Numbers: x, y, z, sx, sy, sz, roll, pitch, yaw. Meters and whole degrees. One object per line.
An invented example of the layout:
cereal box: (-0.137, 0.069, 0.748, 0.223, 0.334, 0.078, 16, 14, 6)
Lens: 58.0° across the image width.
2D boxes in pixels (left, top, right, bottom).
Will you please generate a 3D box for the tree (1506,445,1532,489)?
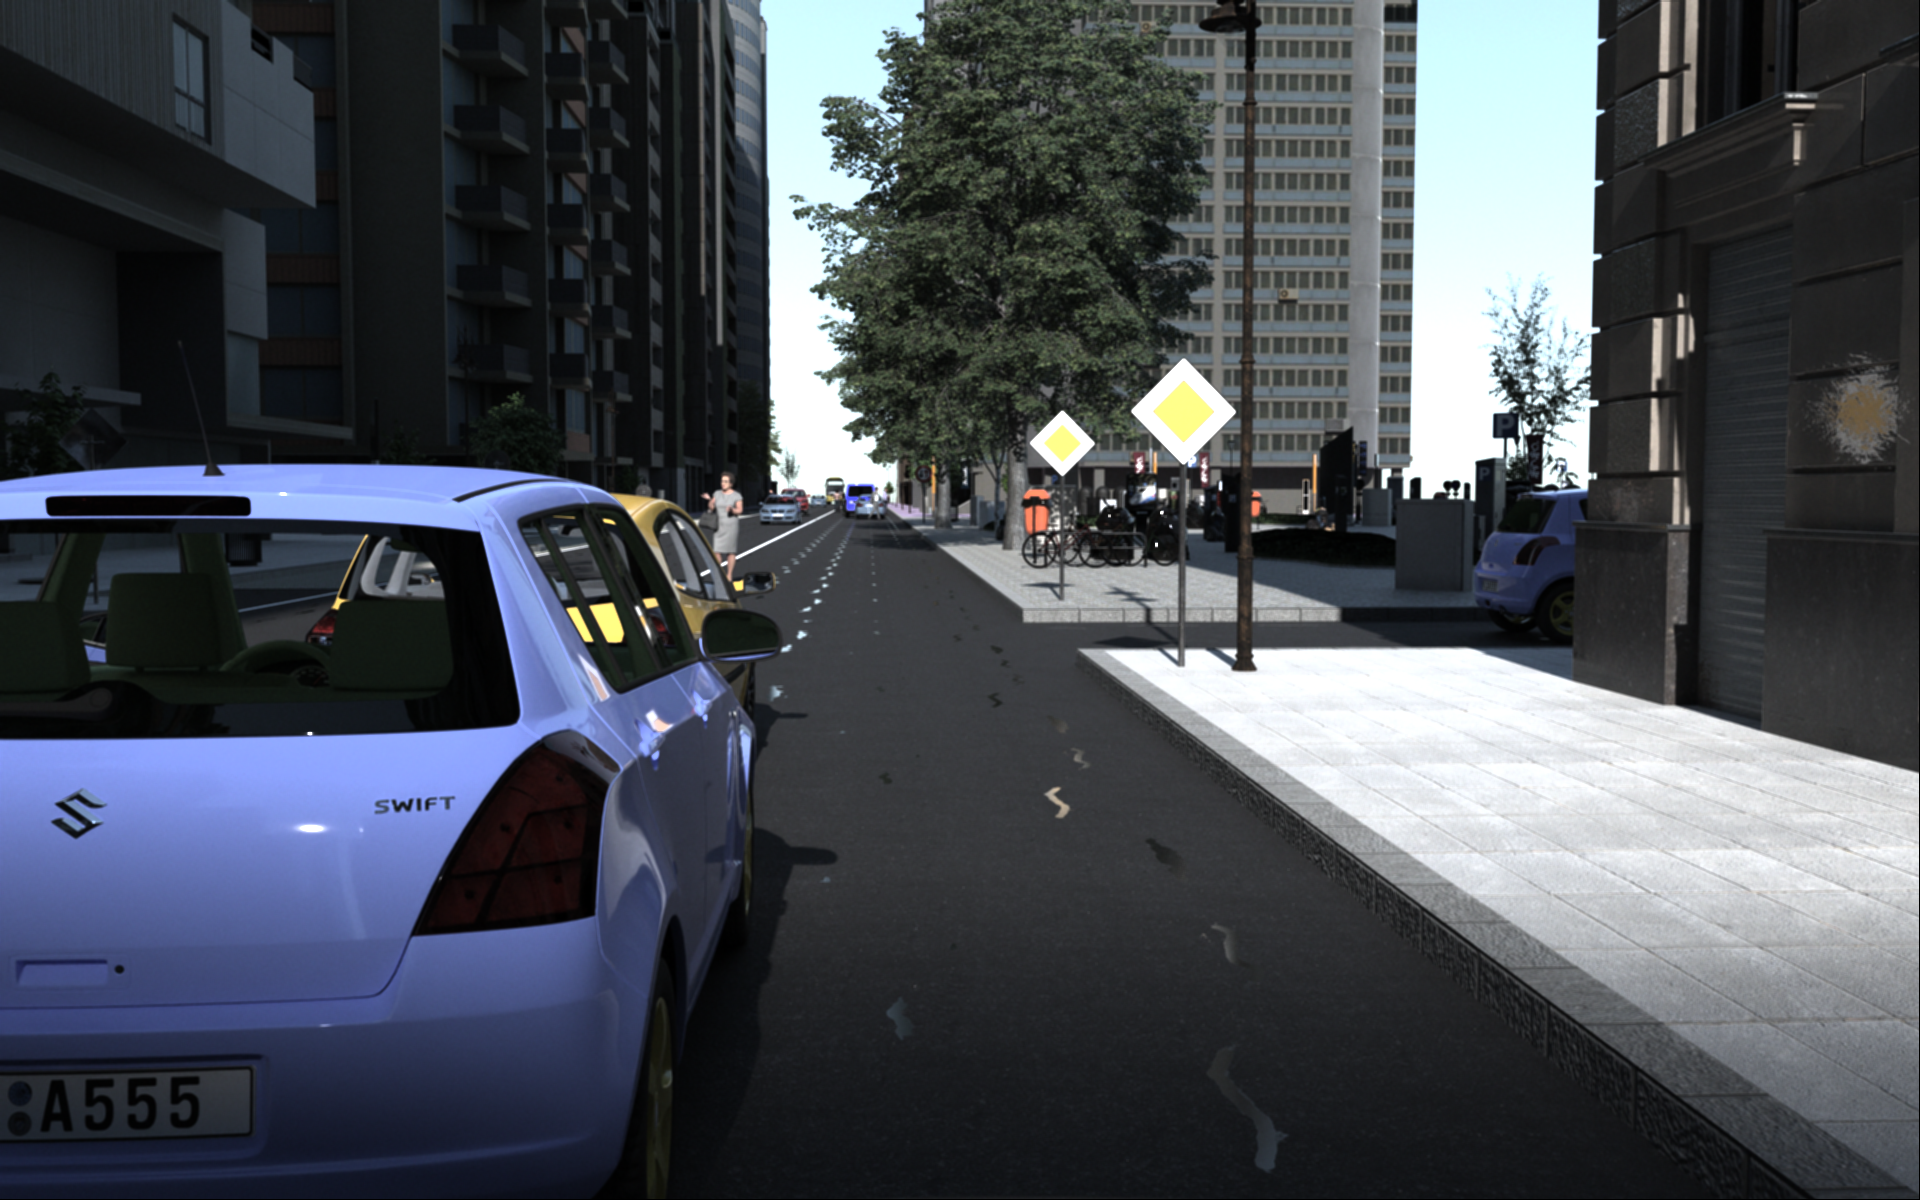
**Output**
tree: (21.734, -4.477, 67.792, 1.663, 3.219, 1.824, 0, 3, 0)

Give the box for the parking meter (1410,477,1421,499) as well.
parking meter: (15.806, -3.329, 60.148, 0.255, 1.863, 0.399, -1, 4, -14)

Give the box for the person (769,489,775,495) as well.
person: (-13.012, -6.742, 119.186, 0.568, 1.767, 0.683, -2, 4, -29)

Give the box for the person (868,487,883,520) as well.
person: (-4.637, -5.259, 94.591, 0.850, 1.850, 0.679, 1, 4, 11)

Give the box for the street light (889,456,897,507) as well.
street light: (-7.728, -13.884, 199.783, 0.468, 5.910, 1.993, 0, 4, -3)

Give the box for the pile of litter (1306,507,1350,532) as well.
pile of litter: (12.179, -2.659, 57.439, 1.719, 0.858, 1.176, -1, 4, -11)

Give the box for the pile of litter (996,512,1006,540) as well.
pile of litter: (1.661, -2.107, 48.414, 1.176, 0.858, 1.719, 3, 5, 41)

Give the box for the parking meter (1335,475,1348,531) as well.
parking meter: (11.458, -2.836, 52.079, 0.255, 1.863, 0.399, -1, 4, -11)

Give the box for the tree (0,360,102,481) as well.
tree: (-13.038, -1.869, 25.159, 1.663, 3.219, 1.824, 0, 3, 0)

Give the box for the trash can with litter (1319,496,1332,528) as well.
trash can with litter: (13.767, -3.328, 65.476, 1.678, 1.210, 2.233, 0, 4, 7)

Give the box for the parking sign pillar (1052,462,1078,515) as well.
parking sign pillar: (4.681, -5.427, 77.204, 1.447, 3.967, 1.447, -3, 5, -42)

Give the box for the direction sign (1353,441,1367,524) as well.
direction sign: (16.938, -5.011, 73.934, 0.876, 3.537, 0.379, -1, 4, -13)

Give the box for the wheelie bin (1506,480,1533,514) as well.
wheelie bin: (12.490, -1.894, 38.867, 0.980, 1.594, 0.693, 1, 4, 12)

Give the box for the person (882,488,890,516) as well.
person: (-4.816, -6.475, 114.230, 0.599, 1.838, 0.709, 1, 4, 22)

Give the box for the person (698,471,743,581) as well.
person: (-3.744, -1.103, 26.899, 0.716, 1.782, 0.532, 1, 4, 13)

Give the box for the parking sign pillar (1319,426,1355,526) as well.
parking sign pillar: (15.056, -4.938, 69.207, 1.447, 3.967, 1.447, 2, 4, 26)

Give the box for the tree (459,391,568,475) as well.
tree: (-14.176, -4.372, 55.191, 4.285, 4.588, 4.351, 0, 3, 0)

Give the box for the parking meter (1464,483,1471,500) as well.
parking meter: (25.560, -4.991, 87.318, 0.255, 1.863, 0.399, 0, 4, 4)

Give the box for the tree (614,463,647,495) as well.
tree: (-17.914, -6.019, 93.008, 1.663, 3.219, 1.824, 0, 3, 0)

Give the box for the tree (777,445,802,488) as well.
tree: (-24.727, -18.421, 251.539, 4.360, 8.622, 3.978, 0, 3, 0)

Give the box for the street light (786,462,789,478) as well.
street light: (-23.323, -16.010, 234.548, 0.468, 5.910, 1.993, 0, 4, -3)

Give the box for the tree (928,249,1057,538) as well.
tree: (1.048, -6.097, 50.045, 4.360, 8.622, 3.978, 0, 3, 0)

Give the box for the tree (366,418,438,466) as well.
tree: (-14.314, -3.029, 44.124, 1.663, 3.219, 1.824, 0, 3, 0)

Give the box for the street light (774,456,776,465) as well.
street light: (-22.002, -14.334, 207.143, 0.468, 5.910, 1.993, 0, 4, -3)

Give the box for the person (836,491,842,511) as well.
person: (-10.026, -8.193, 143.258, 0.445, 1.727, 0.742, 1, 4, 22)

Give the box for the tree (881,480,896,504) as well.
tree: (-10.282, -15.718, 251.595, 1.663, 3.219, 1.824, 0, 3, 0)

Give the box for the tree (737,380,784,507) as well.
tree: (-21.187, -15.489, 171.374, 7.486, 12.596, 7.792, 0, 3, 0)

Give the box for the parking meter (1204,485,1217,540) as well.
parking meter: (7.045, -2.466, 48.723, 0.372, 1.533, 0.369, 0, 3, 0)

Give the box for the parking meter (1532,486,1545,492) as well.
parking meter: (17.638, -2.716, 52.818, 0.372, 1.533, 0.369, 0, 3, 0)

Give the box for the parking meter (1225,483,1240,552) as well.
parking meter: (6.043, -1.825, 38.252, 0.372, 1.533, 0.369, 0, 3, 0)

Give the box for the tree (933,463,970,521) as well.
tree: (-0.620, -5.457, 83.827, 1.663, 3.219, 1.824, 0, 3, 0)

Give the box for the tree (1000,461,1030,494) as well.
tree: (2.660, -5.729, 88.273, 1.663, 3.219, 1.824, 0, 3, 0)

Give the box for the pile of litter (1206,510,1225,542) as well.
pile of litter: (7.231, -2.019, 46.972, 1.176, 0.858, 1.719, 2, 4, 32)

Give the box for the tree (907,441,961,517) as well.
tree: (-1.153, -6.919, 96.834, 4.285, 4.588, 4.351, 0, 3, 0)

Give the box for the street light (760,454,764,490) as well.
street light: (-20.538, -12.675, 180.028, 0.468, 5.910, 1.993, 0, 4, -3)

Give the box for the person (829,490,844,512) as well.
person: (-9.583, -7.678, 134.745, 1.217, 1.736, 0.721, -1, 4, -16)

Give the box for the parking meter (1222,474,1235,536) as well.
parking meter: (7.709, -2.689, 49.678, 0.399, 1.863, 0.255, 0, 4, 5)

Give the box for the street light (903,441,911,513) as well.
street light: (-3.372, -8.775, 116.253, 0.468, 5.910, 1.993, 0, 4, -3)

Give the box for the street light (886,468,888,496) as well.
street light: (-9.202, -15.564, 227.261, 0.468, 5.910, 1.993, 0, 4, -3)

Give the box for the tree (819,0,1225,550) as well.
tree: (1.199, -8.126, 39.522, 9.857, 13.997, 8.962, 0, 3, 0)

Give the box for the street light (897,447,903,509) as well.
street light: (-4.791, -10.469, 143.952, 0.468, 5.910, 1.993, 0, 4, -3)

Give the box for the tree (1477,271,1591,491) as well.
tree: (18.974, -6.526, 57.055, 4.360, 8.622, 3.978, 0, 3, 0)
